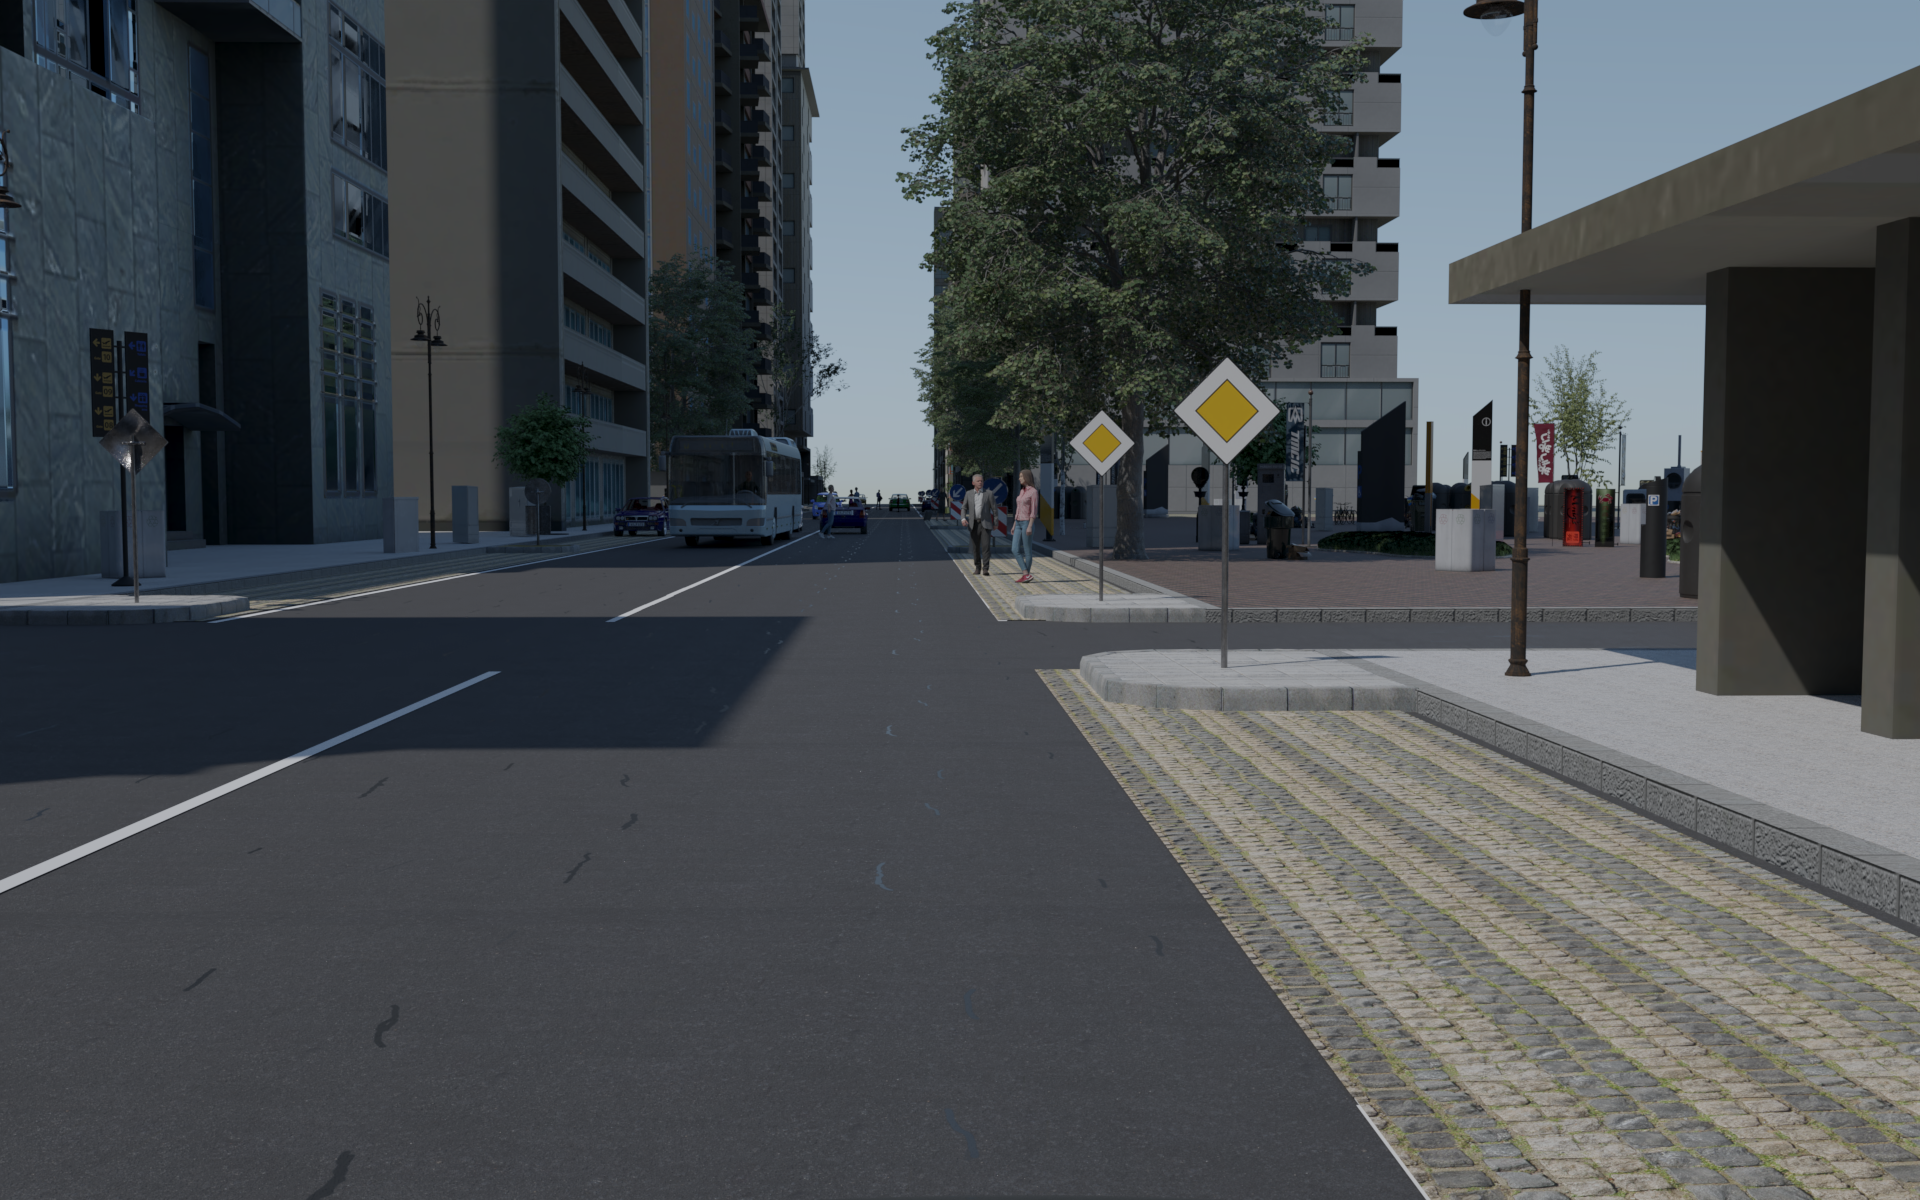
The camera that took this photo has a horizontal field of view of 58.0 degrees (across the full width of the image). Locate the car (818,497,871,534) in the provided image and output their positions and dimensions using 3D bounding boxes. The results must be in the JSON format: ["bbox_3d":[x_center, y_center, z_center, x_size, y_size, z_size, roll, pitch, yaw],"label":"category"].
[{"bbox_3d":[-4.237,-3.101,63.286,1.945,1.354,3.894,0,4,-3],"label":"car"}]

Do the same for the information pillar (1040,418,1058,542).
[{"bbox_3d":[2.370,-3.400,46.952,0.183,3.616,0.504,-3,4,-38],"label":"information pillar"}]

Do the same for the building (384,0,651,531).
[{"bbox_3d":[-24.685,-27.189,68.237,21.300,48.544,21.600,0,4,-2],"label":"building"}]

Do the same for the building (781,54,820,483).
[{"bbox_3d":[-32.018,-38.104,212.237,28.713,52.752,27.495,0,4,-2],"label":"building"}]

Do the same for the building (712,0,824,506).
[{"bbox_3d":[-29.227,-48.799,236.121,20.563,71.187,20.611,0,4,-2],"label":"building"}]

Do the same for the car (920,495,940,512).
[{"bbox_3d":[-2.152,-7.501,135.229,1.945,1.354,3.894,0,4,-1],"label":"car"}]

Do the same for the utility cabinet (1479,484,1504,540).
[{"bbox_3d":[12.081,-1.879,39.405,0.318,1.500,1.173,2,4,30],"label":"utility cabinet"}]

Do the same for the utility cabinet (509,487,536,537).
[{"bbox_3d":[-13.140,-2.649,51.985,0.318,1.500,1.173,-3,5,-40],"label":"utility cabinet"}]

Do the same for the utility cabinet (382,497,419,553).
[{"bbox_3d":[-12.268,-1.641,37.990,0.306,1.237,1.020,1,4,13],"label":"utility cabinet"}]

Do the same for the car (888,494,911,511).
[{"bbox_3d":[-5.088,-8.409,146.284,1.959,1.807,4.718,0,4,-1],"label":"car"}]

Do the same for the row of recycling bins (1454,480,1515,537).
[{"bbox_3d":[16.441,-2.840,53.540,1.069,1.692,3.534,0,4,-1],"label":"row of recycling bins"}]

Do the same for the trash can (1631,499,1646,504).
[{"bbox_3d":[20.599,-2.483,52.251,0.748,1.137,0.748,0,3,0],"label":"trash can"}]

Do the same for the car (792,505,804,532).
[{"bbox_3d":[-7.022,-3.308,66.446,2.083,1.381,4.827,0,4,-3],"label":"car"}]

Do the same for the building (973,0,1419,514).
[{"bbox_3d":[14.813,-32.596,122.184,28.713,52.752,27.495,0,4,-2],"label":"building"}]

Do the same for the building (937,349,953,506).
[{"bbox_3d":[11.047,-23.347,226.758,27.650,21.520,28.899,0,4,-2],"label":"building"}]

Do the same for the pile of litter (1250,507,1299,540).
[{"bbox_3d":[8.256,-2.081,47.982,1.176,0.858,1.719,-3,5,-43],"label":"pile of litter"}]

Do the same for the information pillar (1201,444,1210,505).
[{"bbox_3d":[10.236,-4.941,72.136,0.183,3.616,0.504,-2,4,-30],"label":"information pillar"}]

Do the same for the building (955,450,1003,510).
[{"bbox_3d":[10.120,-43.283,145.922,20.563,71.187,20.611,0,4,-2],"label":"building"}]

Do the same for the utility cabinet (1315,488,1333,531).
[{"bbox_3d":[12.694,-3.158,60.314,0.318,1.500,1.173,0,4,-4],"label":"utility cabinet"}]

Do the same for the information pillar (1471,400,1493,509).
[{"bbox_3d":[12.950,-3.156,42.952,0.504,3.616,0.183,1,4,14],"label":"information pillar"}]

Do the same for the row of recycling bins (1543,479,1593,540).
[{"bbox_3d":[17.386,-2.605,49.700,1.069,1.692,3.534,1,4,10],"label":"row of recycling bins"}]

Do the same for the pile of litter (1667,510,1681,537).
[{"bbox_3d":[19.716,-2.106,48.395,1.176,0.858,1.719,1,4,9],"label":"pile of litter"}]

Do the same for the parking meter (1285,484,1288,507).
[{"bbox_3d":[16.791,-5.145,89.839,0.255,1.863,0.399,-3,5,-43],"label":"parking meter"}]

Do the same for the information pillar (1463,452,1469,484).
[{"bbox_3d":[27.882,-6.370,95.512,0.504,3.616,0.183,-3,5,-44],"label":"information pillar"}]

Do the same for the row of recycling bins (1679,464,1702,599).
[{"bbox_3d":[10.615,-0.843,20.894,3.534,1.692,1.069,1,4,16],"label":"row of recycling bins"}]

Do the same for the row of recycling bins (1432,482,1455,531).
[{"bbox_3d":[18.152,-3.314,61.296,3.534,1.692,1.069,0,4,-6],"label":"row of recycling bins"}]

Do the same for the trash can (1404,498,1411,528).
[{"bbox_3d":[17.327,-3.343,66.304,0.748,1.137,0.748,0,3,0],"label":"trash can"}]

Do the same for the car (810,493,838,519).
[{"bbox_3d":[-7.583,-5.481,99.205,1.945,1.707,3.694,0,4,-3],"label":"car"}]

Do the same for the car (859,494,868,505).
[{"bbox_3d":[-13.376,-13.568,232.064,2.015,1.641,3.980,0,4,-3],"label":"car"}]

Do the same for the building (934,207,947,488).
[{"bbox_3d":[3.224,-34.533,248.215,14.154,41.232,14.086,0,4,-2],"label":"building"}]

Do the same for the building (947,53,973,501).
[{"bbox_3d":[6.276,-29.421,164.635,14.154,41.232,14.086,0,4,-2],"label":"building"}]

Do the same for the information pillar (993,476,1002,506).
[{"bbox_3d":[1.549,-4.106,71.619,0.304,2.012,0.304,-1,4,-16],"label":"information pillar"}]

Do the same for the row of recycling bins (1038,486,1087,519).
[{"bbox_3d":[5.335,-5.076,90.112,1.069,1.692,3.534,-3,4,-36],"label":"row of recycling bins"}]

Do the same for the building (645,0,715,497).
[{"bbox_3d":[-22.188,-27.615,101.611,14.600,45.320,14.200,0,4,-2],"label":"building"}]

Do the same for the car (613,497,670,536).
[{"bbox_3d":[-10.747,-2.862,59.382,1.945,1.354,3.894,0,3,0],"label":"car"}]

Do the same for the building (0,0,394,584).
[{"bbox_3d":[-25.249,-44.023,32.446,22.319,86.520,31.000,0,4,-2],"label":"building"}]

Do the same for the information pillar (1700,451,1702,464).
[{"bbox_3d":[12.656,-1.507,29.126,0.304,2.012,0.304,-1,4,-13],"label":"information pillar"}]

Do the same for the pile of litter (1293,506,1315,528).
[{"bbox_3d":[12.658,-3.154,65.534,1.719,0.858,1.176,1,4,17],"label":"pile of litter"}]

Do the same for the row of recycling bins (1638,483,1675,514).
[{"bbox_3d":[26.278,-3.425,63.106,1.069,1.692,3.534,-2,4,-34],"label":"row of recycling bins"}]

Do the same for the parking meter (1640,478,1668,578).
[{"bbox_3d":[10.640,-1.110,26.560,0.372,1.533,0.369,0,3,0],"label":"parking meter"}]

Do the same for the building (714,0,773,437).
[{"bbox_3d":[-27.221,-29.910,143.655,22.147,44.769,28.867,0,4,-2],"label":"building"}]

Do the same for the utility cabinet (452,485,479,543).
[{"bbox_3d":[-12.858,-2.224,45.048,0.318,1.500,1.173,-2,4,-35],"label":"utility cabinet"}]
